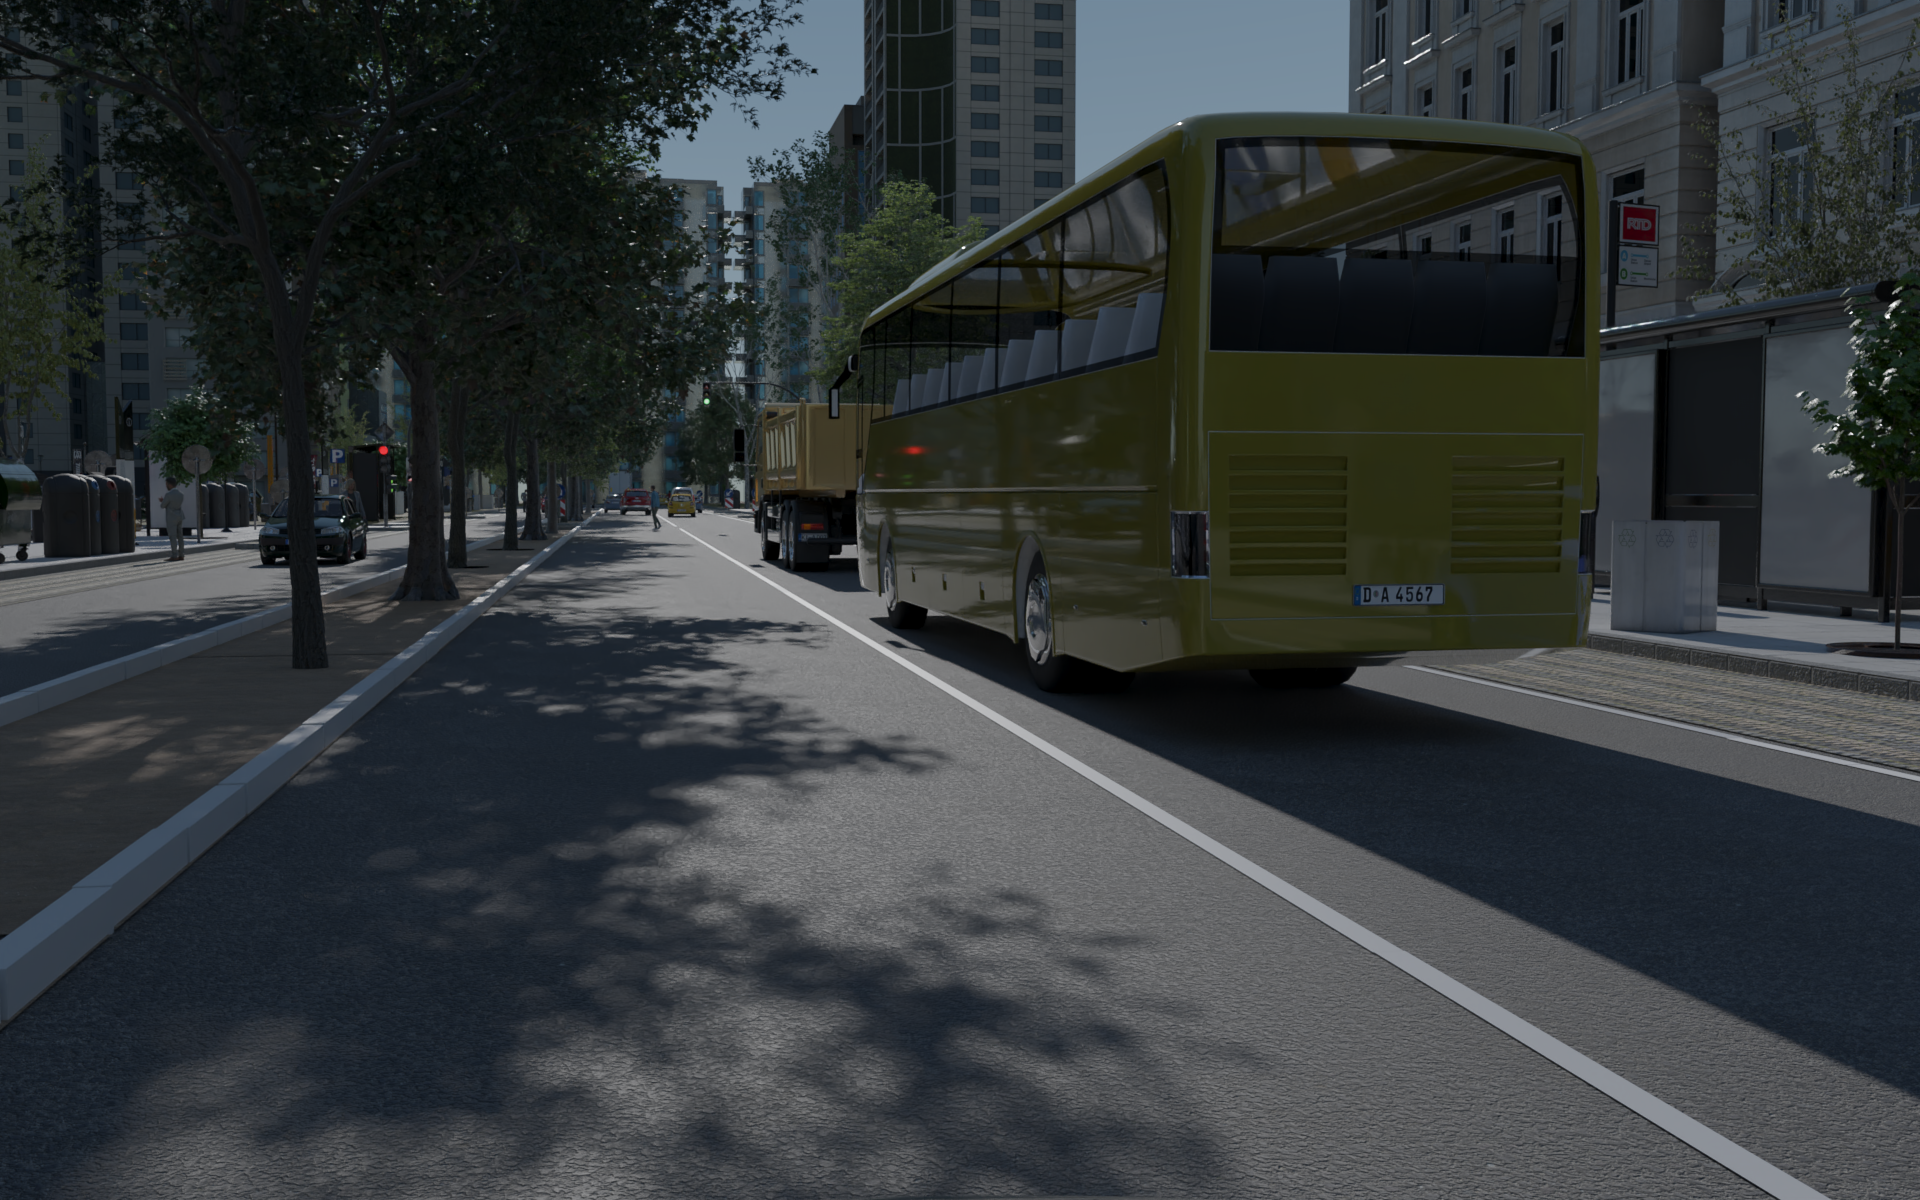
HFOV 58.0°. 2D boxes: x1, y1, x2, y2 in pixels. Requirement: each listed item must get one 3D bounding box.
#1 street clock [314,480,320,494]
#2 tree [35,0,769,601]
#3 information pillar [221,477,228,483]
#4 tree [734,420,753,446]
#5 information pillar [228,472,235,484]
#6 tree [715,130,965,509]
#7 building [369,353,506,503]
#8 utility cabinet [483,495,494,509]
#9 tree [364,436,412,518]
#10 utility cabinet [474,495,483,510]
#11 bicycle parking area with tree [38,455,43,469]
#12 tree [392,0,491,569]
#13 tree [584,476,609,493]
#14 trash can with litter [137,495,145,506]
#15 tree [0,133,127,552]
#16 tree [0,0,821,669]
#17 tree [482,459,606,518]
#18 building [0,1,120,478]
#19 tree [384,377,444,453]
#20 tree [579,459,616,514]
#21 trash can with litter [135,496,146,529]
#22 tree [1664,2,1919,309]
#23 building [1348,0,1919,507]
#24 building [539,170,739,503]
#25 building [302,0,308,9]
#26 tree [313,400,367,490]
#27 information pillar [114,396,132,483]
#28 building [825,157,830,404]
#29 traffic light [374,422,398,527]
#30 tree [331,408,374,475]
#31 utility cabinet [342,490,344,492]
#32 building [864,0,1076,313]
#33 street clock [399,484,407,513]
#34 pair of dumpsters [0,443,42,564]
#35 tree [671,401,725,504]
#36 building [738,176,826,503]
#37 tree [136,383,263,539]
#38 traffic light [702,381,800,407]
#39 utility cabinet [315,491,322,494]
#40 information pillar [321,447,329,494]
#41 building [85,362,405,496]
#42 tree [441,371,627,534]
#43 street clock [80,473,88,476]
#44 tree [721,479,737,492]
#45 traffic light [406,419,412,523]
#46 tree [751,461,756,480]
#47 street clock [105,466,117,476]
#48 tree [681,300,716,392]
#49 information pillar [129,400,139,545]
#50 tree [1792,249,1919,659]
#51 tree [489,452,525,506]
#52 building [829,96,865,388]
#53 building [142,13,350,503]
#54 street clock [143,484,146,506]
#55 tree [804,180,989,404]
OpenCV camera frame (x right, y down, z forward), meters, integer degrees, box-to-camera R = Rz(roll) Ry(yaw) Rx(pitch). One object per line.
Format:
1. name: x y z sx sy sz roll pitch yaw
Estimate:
1. street clock: -34.289 -5.366 92.309 0.358 2.002 0.471 -1 4 -13
2. tree: -7.249 -6.347 23.237 9.611 12.733 9.660 0 3 0
3. information pillar: -47.415 -7.333 111.248 0.183 3.616 0.504 -2 4 -35
4. tree: -26.095 -16.141 189.662 9.928 11.665 9.643 0 3 0
5. information pillar: -50.223 -7.830 119.370 0.504 3.616 0.183 0 4 2
6. tree: -5.666 -14.242 88.738 12.611 20.169 13.585 0 3 0
7. building: -79.770 -38.670 251.863 30.456 49.044 23.786 -1 4 -11
8. utility cabinet: -40.188 -8.339 147.511 1.020 1.237 0.306 2 4 28
9. tree: -30.747 -6.687 93.050 4.285 4.588 4.351 0 3 0
10. utility cabinet: -39.179 -7.848 139.479 1.020 1.237 0.306 0 4 8
11. bicycle parking area with tree: -65.735 -8.711 129.430 8.231 4.147 9.016 -1 4 -23
12. tree: -9.537 -6.400 32.861 9.928 11.665 9.643 0 3 0
13. tree: -29.660 -11.327 138.015 4.737 8.622 4.395 0 3 0
14. trash can with litter: -64.556 -7.633 136.183 0.624 1.170 1.055 2 4 26
15. tree: -19.534 -5.230 35.879 4.737 8.622 4.395 0 3 0
16. tree: -5.372 -4.731 14.228 8.767 10.594 7.601 -1 4 -11
17. tree: -23.003 -11.791 101.898 9.857 13.997 8.962 0 3 0
18. building: -105.204 -45.849 187.877 20.611 71.187 20.563 -1 4 -11
19. tree: -32.426 -9.422 104.413 4.737 8.622 4.395 0 3 0
20. tree: -26.607 -12.750 121.296 12.009 13.543 11.850 0 3 0
21. trash can with litter: -30.636 -3.202 63.406 1.678 1.210 2.233 2 4 28
22. tree: 12.830 -4.585 25.331 4.360 8.622 3.978 0 3 0
23. building: 21.197 -16.232 51.305 13.634 28.700 20.117 -1 4 -11
24. building: -49.491 -39.037 257.856 30.456 49.044 23.786 -1 4 -11
25. building: -69.494 -44.616 167.722 20.563 71.187 20.611 -1 4 -11
26. tree: -47.281 -11.141 132.518 4.737 8.622 4.395 0 3 0
27. information pillar: -20.214 -3.080 41.711 0.183 3.616 0.504 -1 4 -12
28. building: -9.497 -32.232 210.586 14.154 41.232 14.086 -1 4 -11
29. traffic light: -22.462 -4.820 67.725 0.839 4.253 0.868 -1 4 -11
30. tree: -50.602 -11.886 144.702 4.360 8.622 3.978 0 3 0
31. utility cabinet: -28.227 -4.271 78.513 0.318 1.500 1.173 0 4 -2
32. building: -0.566 -45.318 179.203 20.563 71.187 20.611 -1 4 -11
33. street clock: -37.185 -6.798 115.718 0.358 2.002 0.471 3 5 44
34. pair of dumpsters: -17.950 -1.744 31.006 1.574 2.255 4.437 -1 4 -11
35. tree: -33.338 -19.562 226.500 9.857 13.997 8.962 0 3 0
36. building: -19.182 -39.400 263.805 30.456 49.044 23.786 -1 4 -11
37. tree: -21.933 -4.037 49.727 4.285 4.588 4.351 0 3 0
38. traffic light: -8.049 -5.855 70.400 4.771 5.953 1.251 -1 4 -11
39. utility cabinet: -42.791 -6.551 115.779 1.173 1.500 0.318 0 4 0
40. information pillar: -27.945 -5.190 76.218 0.183 3.616 0.504 0 4 8
41. building: -79.649 -53.745 191.408 31.000 86.520 22.319 -1 4 -11
42. tree: -14.924 -8.688 62.627 7.486 12.596 7.792 0 3 0
43. street clock: -30.111 -3.361 59.521 0.471 2.002 0.358 -2 4 -28
44. tree: -23.676 -11.198 177.682 1.663 3.219 1.824 0 3 0
45. traffic light: -21.955 -6.197 75.995 4.771 5.953 1.251 -1 4 -11
46. tree: -12.537 -8.159 117.119 4.285 4.588 4.351 0 3 0
47. street clock: -21.967 -2.472 44.985 0.358 2.002 0.471 0 4 1
48. tree: -17.884 -17.886 148.322 12.611 20.169 13.585 0 3 0
49. information pillar: -20.685 -3.160 43.020 0.183 3.616 0.504 1 4 9
50. tree: 7.414 -1.175 13.817 1.663 3.219 1.824 0 3 0
51. tree: -47.188 -14.068 180.370 4.737 8.622 4.395 0 3 0
52. building: -7.089 -33.421 196.548 14.600 45.320 14.200 -1 4 -11
53. building: -62.096 -28.622 151.564 14.154 41.232 14.086 -1 4 -11
54. street clock: -59.051 -7.405 125.644 0.358 2.002 0.471 -2 4 -23
55. tree: -1.843 -8.900 63.648 7.486 12.596 7.792 0 3 0
